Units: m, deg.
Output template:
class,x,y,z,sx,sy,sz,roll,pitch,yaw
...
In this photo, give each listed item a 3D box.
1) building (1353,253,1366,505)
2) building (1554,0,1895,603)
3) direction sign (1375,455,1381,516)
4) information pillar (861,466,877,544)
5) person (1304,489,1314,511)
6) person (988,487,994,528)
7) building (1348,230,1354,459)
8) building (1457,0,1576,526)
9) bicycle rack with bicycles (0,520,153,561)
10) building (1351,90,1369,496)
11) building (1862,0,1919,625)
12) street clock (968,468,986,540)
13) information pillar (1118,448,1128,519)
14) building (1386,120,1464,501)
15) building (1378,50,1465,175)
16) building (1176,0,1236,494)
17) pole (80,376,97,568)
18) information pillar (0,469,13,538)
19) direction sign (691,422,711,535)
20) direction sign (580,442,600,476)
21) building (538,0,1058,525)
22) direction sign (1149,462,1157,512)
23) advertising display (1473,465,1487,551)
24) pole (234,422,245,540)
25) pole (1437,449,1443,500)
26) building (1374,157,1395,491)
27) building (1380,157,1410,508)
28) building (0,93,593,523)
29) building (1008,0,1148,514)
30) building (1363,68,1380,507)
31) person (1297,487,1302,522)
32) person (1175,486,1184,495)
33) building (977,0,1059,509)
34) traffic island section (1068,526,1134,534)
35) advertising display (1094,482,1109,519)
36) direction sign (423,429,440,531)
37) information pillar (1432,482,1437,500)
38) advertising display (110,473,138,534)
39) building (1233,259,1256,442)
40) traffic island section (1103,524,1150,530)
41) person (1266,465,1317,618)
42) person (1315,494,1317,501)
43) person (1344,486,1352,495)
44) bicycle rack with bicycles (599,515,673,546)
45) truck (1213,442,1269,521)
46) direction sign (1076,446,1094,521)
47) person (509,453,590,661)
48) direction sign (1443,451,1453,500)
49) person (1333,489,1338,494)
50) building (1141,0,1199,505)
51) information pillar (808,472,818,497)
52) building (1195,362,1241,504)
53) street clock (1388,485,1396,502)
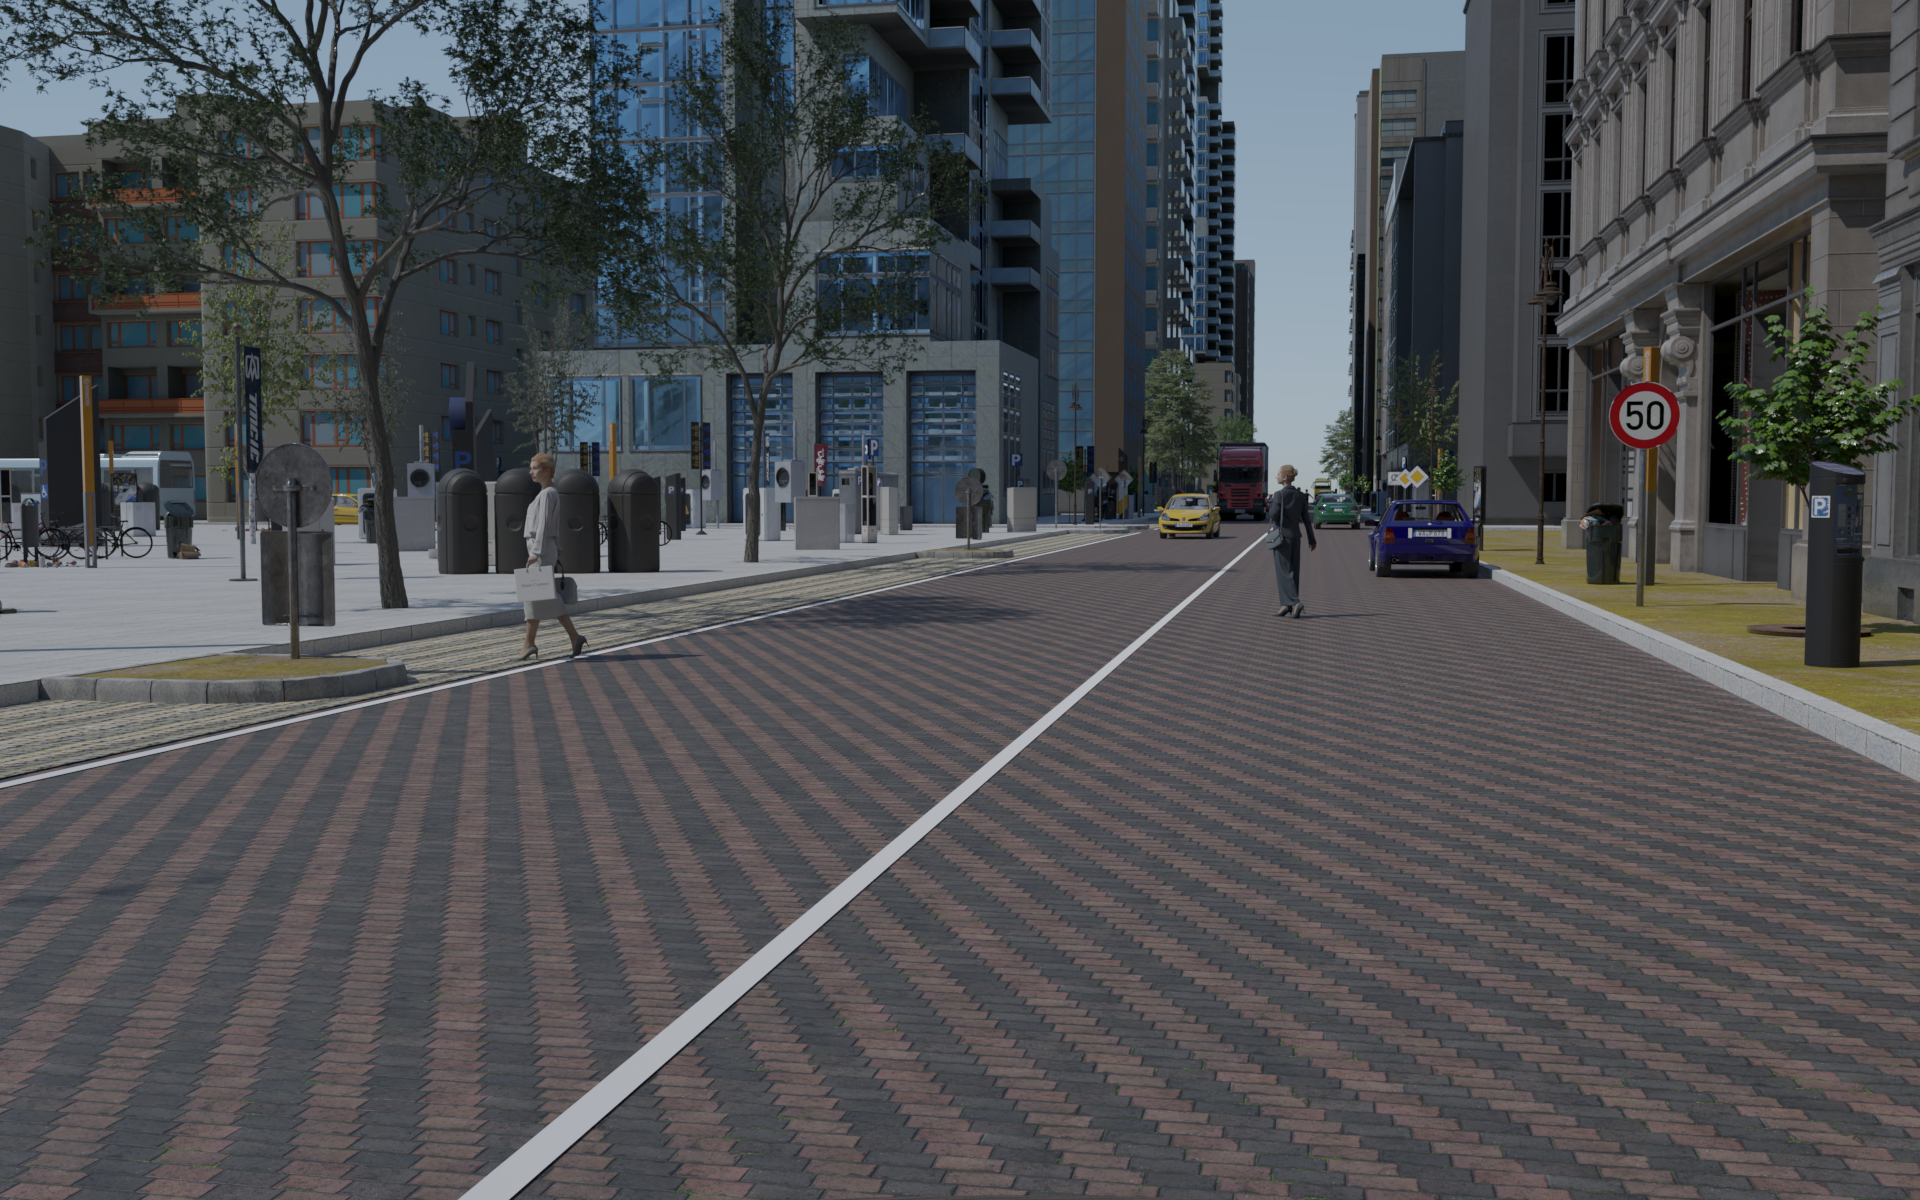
class,x,y,z,sx,sy,sz,roll,pitch,yaw
building,54.416,-26.652,207.460,14.160,30.474,14.107,1,4,11
building,18.355,-11.463,38.334,10.553,20.767,40.483,1,4,11
direction sign,24.292,-6.635,100.475,0.379,3.537,0.876,0,4,-2
information pillar,-2.358,-2.480,45.046,0.304,2.012,0.304,-3,4,-37
person,30.159,-8.723,150.751,1.348,1.869,0.705,0,4,-1
person,1.080,-3.757,70.023,0.694,1.812,0.767,-2,4,-33
building,74.381,-40.408,280.281,23.786,49.044,30.456,1,4,11
building,33.997,-17.079,72.745,24.014,27.812,14.314,1,4,11
bicycle rack with bicycles,-17.616,-1.286,34.402,2.925,0.926,2.852,-1,4,-16
building,67.755,-43.392,251.458,21.231,58.520,28.212,1,4,11
building,12.574,-9.742,8.441,9.793,20.994,18.267,1,4,11
street clock,0.477,-2.689,48.541,0.471,2.002,0.358,3,5,43
information pillar,8.228,-5.886,87.592,0.504,3.616,0.183,-1,4,-16
building,33.829,-17.470,104.697,14.314,24.678,30.058,1,4,11
building,46.465,-29.349,163.456,14.154,41.232,14.086,1,4,11
building,33.481,-58.702,272.441,22.319,86.520,31.000,1,4,11
pole,-15.077,-2.209,29.958,0.158,3.312,0.155,0,3,0
information pillar,-27.669,-2.796,50.200,0.304,2.012,0.304,-2,4,-35
direction sign,-8.156,-3.826,54.545,0.379,3.537,0.876,2,4,34
direction sign,-16.077,-5.095,75.299,0.876,3.537,0.379,-2,4,-30
building,-6.200,-47.399,87.642,22.319,86.520,31.000,1,4,11
direction sign,13.584,-7.942,121.843,0.379,3.537,0.876,3,5,41
advertising display,11.796,-2.087,39.340,0.123,1.923,0.974,0,4,7
pole,-20.219,-3.350,48.613,0.158,3.312,0.155,0,3,0
pole,21.566,-5.137,77.835,0.158,3.312,0.155,0,3,0
building,43.178,-23.142,150.078,14.160,30.474,14.107,1,4,11
building,38.301,-19.101,130.318,12.078,24.808,19.932,1,4,11
building,-36.983,-15.139,92.568,28.899,21.520,27.650,1,4,11
building,5.093,-28.603,117.774,14.600,45.320,14.200,1,4,11
building,48.965,-32.297,178.159,14.600,45.320,14.200,1,4,11
person,17.490,-4.962,89.835,0.583,1.804,0.606,1,4,9
person,11.246,-4.890,88.419,0.573,1.828,0.580,-3,5,-43
building,16.115,-53.747,191.437,22.319,86.520,31.000,1,4,11
traffic island section,5.105,-2.511,63.339,2.009,0.180,2.903,1,4,11
advertising display,7.373,-5.237,90.839,0.974,1.923,0.123,3,5,43
direction sign,-18.441,-4.186,60.437,0.876,3.537,0.379,2,4,35
information pillar,23.128,-4.873,84.160,0.304,2.012,0.304,-2,4,-26
advertising display,-25.510,-2.915,52.866,0.123,1.923,0.974,1,4,19
building,42.770,-37.389,294.897,14.154,41.232,14.086,1,4,11
traffic island section,6.702,-2.990,71.164,2.009,0.180,2.903,1,4,11
person,3.854,-0.684,20.106,0.534,1.772,0.576,3,4,36
person,43.066,-12.082,209.265,0.599,1.433,0.991,-1,4,-10
person,19.229,-4.738,85.884,0.656,1.842,0.836,3,5,39
bicycle rack with bicycles,-8.455,-1.818,43.101,2.925,0.926,2.852,1,4,18
truck,15.738,-6.555,96.088,2.839,4.237,11.283,1,4,11
direction sign,5.878,-5.470,81.431,0.876,3.537,0.379,1,4,19
person,-3.536,-0.369,14.883,0.624,1.780,0.694,0,4,3
direction sign,25.545,-6.066,91.182,0.876,3.537,0.379,-1,4,-13
person,28.503,-7.528,131.391,0.447,1.846,0.655,0,4,4
building,10.184,-33.204,162.487,23.786,49.044,30.456,1,4,11
information pillar,-4.933,-3.282,58.153,0.304,2.012,0.304,0,4,-1
building,25.123,-24.473,245.168,27.650,21.520,28.899,1,4,11
street clock,20.302,-4.697,81.367,0.358,2.002,0.471,-1,4,-9
